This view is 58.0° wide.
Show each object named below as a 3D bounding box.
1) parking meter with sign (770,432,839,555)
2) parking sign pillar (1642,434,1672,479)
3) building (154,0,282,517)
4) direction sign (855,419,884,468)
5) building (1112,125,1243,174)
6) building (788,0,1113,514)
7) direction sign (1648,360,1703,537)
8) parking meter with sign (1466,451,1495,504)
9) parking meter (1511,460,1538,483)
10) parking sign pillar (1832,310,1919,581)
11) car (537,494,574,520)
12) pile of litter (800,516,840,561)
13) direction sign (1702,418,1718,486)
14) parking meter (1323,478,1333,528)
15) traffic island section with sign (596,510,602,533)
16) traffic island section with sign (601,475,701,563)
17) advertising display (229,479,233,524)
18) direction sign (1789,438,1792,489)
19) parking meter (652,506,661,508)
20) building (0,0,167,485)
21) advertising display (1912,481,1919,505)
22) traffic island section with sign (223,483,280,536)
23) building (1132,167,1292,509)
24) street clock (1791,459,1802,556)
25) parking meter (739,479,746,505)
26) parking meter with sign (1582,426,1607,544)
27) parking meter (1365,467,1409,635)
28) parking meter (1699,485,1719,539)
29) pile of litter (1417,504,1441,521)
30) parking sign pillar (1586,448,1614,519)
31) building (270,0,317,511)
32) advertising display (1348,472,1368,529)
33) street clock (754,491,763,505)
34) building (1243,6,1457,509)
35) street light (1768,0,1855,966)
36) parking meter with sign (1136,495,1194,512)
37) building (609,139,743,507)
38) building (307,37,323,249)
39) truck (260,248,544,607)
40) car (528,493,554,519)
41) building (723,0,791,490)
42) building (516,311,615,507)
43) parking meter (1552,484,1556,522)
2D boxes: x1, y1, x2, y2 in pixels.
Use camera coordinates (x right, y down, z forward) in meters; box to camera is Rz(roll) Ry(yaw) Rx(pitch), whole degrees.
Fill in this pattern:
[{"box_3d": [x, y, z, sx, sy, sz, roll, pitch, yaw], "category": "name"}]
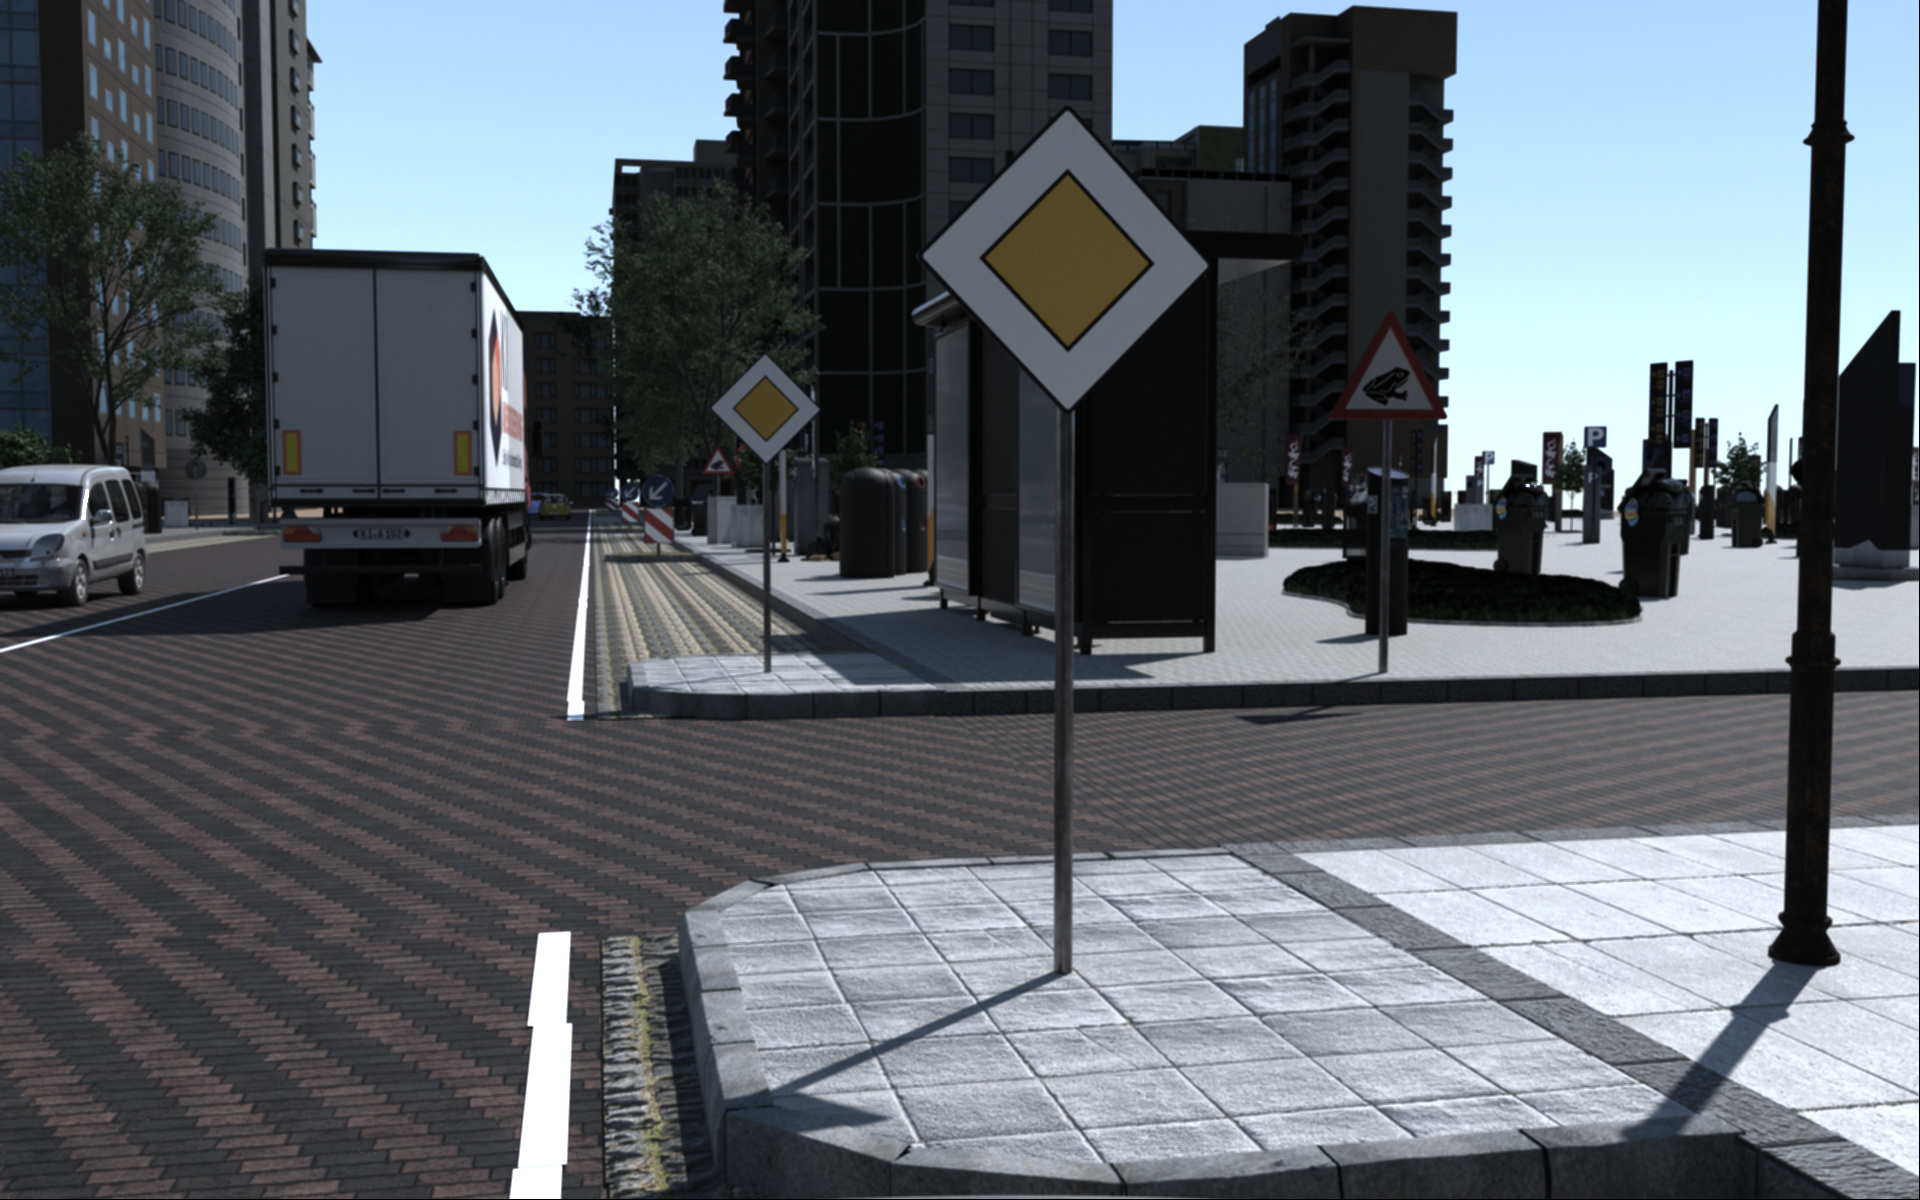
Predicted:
[{"box_3d": [-3.116, -2.457, 36.439, 1.738, 3.016, 0.543, -1, 4, -17], "category": "parking meter with sign"}, {"box_3d": [24.443, -4.421, 60.756, 1.447, 3.967, 1.447, 0, 4, -6], "category": "parking sign pillar"}, {"box_3d": [-56.115, -34.550, 106.892, 21.231, 58.520, 28.212, -1, 4, -12], "category": "building"}, {"box_3d": [-2.708, -3.681, 52.184, 0.876, 3.537, 0.379, -1, 4, -14], "category": "direction sign"}, {"box_3d": [22.747, -31.263, 194.737, 14.086, 41.232, 14.154, -1, 4, -12], "category": "building"}, {"box_3d": [-2.478, -41.504, 116.846, 20.563, 71.187, 20.611, -1, 4, -12], "category": "building"}, {"box_3d": [12.174, -2.308, 29.739, 0.379, 3.537, 0.876, -2, 4, -27], "category": "direction sign"}, {"box_3d": [21.071, -4.562, 70.846, 0.543, 3.016, 1.738, -1, 4, -20], "category": "parking meter with sign"}, {"box_3d": [9.546, -1.444, 29.318, 0.255, 1.863, 0.399, -3, 5, -42], "category": "parking meter"}, {"box_3d": [13.796, -2.304, 26.139, 1.447, 3.967, 1.447, 0, 4, -4], "category": "parking sign pillar"}, {"box_3d": [-22.568, -5.276, 96.494, 2.015, 1.641, 3.980, -1, 4, -12], "category": "car"}, {"box_3d": [-2.297, -1.204, 33.643, 1.719, 0.858, 1.176, -1, 4, -15], "category": "pile of litter"}, {"box_3d": [22.193, -3.643, 51.567, 0.876, 3.537, 0.379, -2, 4, -24], "category": "direction sign"}, {"box_3d": [13.586, -3.563, 63.971, 0.255, 1.863, 0.399, 0, 4, -7], "category": "parking meter"}, {"box_3d": [-12.288, -3.378, 63.852, 1.989, 1.847, 2.006, -1, 4, -12], "category": "traffic island section with sign"}, {"box_3d": [-6.574, -1.734, 36.985, 1.989, 1.847, 2.006, -1, 4, -12], "category": "traffic island section with sign"}, {"box_3d": [-30.919, -4.173, 73.444, 0.123, 1.923, 0.974, -1, 4, -23], "category": "advertising display"}, {"box_3d": [33.477, -4.762, 69.856, 0.379, 3.537, 0.876, 1, 4, 22], "category": "direction sign"}, {"box_3d": [-13.372, -4.156, 76.354, 0.372, 1.533, 0.369, 0, 3, 0], "category": "parking meter"}, {"box_3d": [-49.346, -26.699, 86.640, 14.600, 45.320, 14.200, -1, 4, -12], "category": "building"}, {"box_3d": [46.388, -4.788, 83.490, 0.974, 1.923, 0.123, 0, 4, -6], "category": "advertising display"}, {"box_3d": [-24.442, -3.161, 60.303, 1.989, 1.847, 2.006, -1, 4, -12], "category": "traffic island section with sign"}, {"box_3d": [20.819, -23.575, 157.153, 14.107, 30.474, 14.160, -1, 4, -12], "category": "building"}, {"box_3d": [17.331, -1.898, 35.597, 0.471, 2.002, 0.358, 1, 4, 18], "category": "street clock"}, {"box_3d": [-8.336, -3.710, 66.374, 0.255, 1.863, 0.399, -1, 4, -15], "category": "parking meter"}, {"box_3d": [16.594, -3.005, 45.396, 0.543, 3.016, 1.738, 1, 4, 18], "category": "parking meter with sign"}, {"box_3d": [3.911, -0.455, 15.849, 0.372, 1.533, 0.369, 0, 3, 0], "category": "parking meter"}, {"box_3d": [21.275, -2.501, 49.304, 0.372, 1.533, 0.369, 0, 3, 0], "category": "parking meter"}, {"box_3d": [22.384, -4.212, 82.829, 1.719, 0.858, 1.176, 0, 4, 7], "category": "pile of litter"}, {"box_3d": [32.813, -6.136, 88.792, 1.447, 3.967, 1.447, 0, 4, -2], "category": "parking sign pillar"}, {"box_3d": [-63.193, -31.242, 134.515, 21.600, 48.544, 21.300, -1, 4, -12], "category": "building"}, {"box_3d": [11.777, -2.781, 50.682, 0.123, 1.923, 0.974, -3, 5, -40], "category": "advertising display"}, {"box_3d": [-5.237, -2.507, 45.552, 0.471, 2.002, 0.358, 3, 5, 42], "category": "street clock"}, {"box_3d": [34.976, -31.074, 158.169, 14.200, 45.320, 14.600, -1, 4, -12], "category": "building"}, {"box_3d": [2.336, -1.947, 4.615, 0.468, 5.910, 1.993, -1, 4, -12], "category": "street light"}, {"box_3d": [3.824, -2.330, 34.356, 1.738, 3.016, 0.543, 1, 4, 9], "category": "parking meter with sign"}, {"box_3d": [-26.595, -30.642, 192.872, 23.993, 40.220, 32.217, -1, 4, -12], "category": "building"}, {"box_3d": [-80.030, -36.120, 179.800, 27.495, 52.752, 28.713, -1, 4, -12], "category": "building"}, {"box_3d": [-7.785, -2.235, 25.458, 2.839, 4.237, 11.283, -1, 4, -11], "category": "truck"}, {"box_3d": [-24.963, -5.694, 102.686, 1.945, 1.707, 3.694, -1, 4, -12], "category": "car"}, {"box_3d": [-7.698, -29.796, 141.789, 22.147, 44.769, 28.867, -1, 4, -12], "category": "building"}, {"box_3d": [-52.148, -20.883, 186.471, 28.899, 21.520, 27.650, -1, 4, -12], "category": "building"}, {"box_3d": [27.400, -4.512, 79.482, 0.255, 1.863, 0.399, -3, 5, -43], "category": "parking meter"}]
